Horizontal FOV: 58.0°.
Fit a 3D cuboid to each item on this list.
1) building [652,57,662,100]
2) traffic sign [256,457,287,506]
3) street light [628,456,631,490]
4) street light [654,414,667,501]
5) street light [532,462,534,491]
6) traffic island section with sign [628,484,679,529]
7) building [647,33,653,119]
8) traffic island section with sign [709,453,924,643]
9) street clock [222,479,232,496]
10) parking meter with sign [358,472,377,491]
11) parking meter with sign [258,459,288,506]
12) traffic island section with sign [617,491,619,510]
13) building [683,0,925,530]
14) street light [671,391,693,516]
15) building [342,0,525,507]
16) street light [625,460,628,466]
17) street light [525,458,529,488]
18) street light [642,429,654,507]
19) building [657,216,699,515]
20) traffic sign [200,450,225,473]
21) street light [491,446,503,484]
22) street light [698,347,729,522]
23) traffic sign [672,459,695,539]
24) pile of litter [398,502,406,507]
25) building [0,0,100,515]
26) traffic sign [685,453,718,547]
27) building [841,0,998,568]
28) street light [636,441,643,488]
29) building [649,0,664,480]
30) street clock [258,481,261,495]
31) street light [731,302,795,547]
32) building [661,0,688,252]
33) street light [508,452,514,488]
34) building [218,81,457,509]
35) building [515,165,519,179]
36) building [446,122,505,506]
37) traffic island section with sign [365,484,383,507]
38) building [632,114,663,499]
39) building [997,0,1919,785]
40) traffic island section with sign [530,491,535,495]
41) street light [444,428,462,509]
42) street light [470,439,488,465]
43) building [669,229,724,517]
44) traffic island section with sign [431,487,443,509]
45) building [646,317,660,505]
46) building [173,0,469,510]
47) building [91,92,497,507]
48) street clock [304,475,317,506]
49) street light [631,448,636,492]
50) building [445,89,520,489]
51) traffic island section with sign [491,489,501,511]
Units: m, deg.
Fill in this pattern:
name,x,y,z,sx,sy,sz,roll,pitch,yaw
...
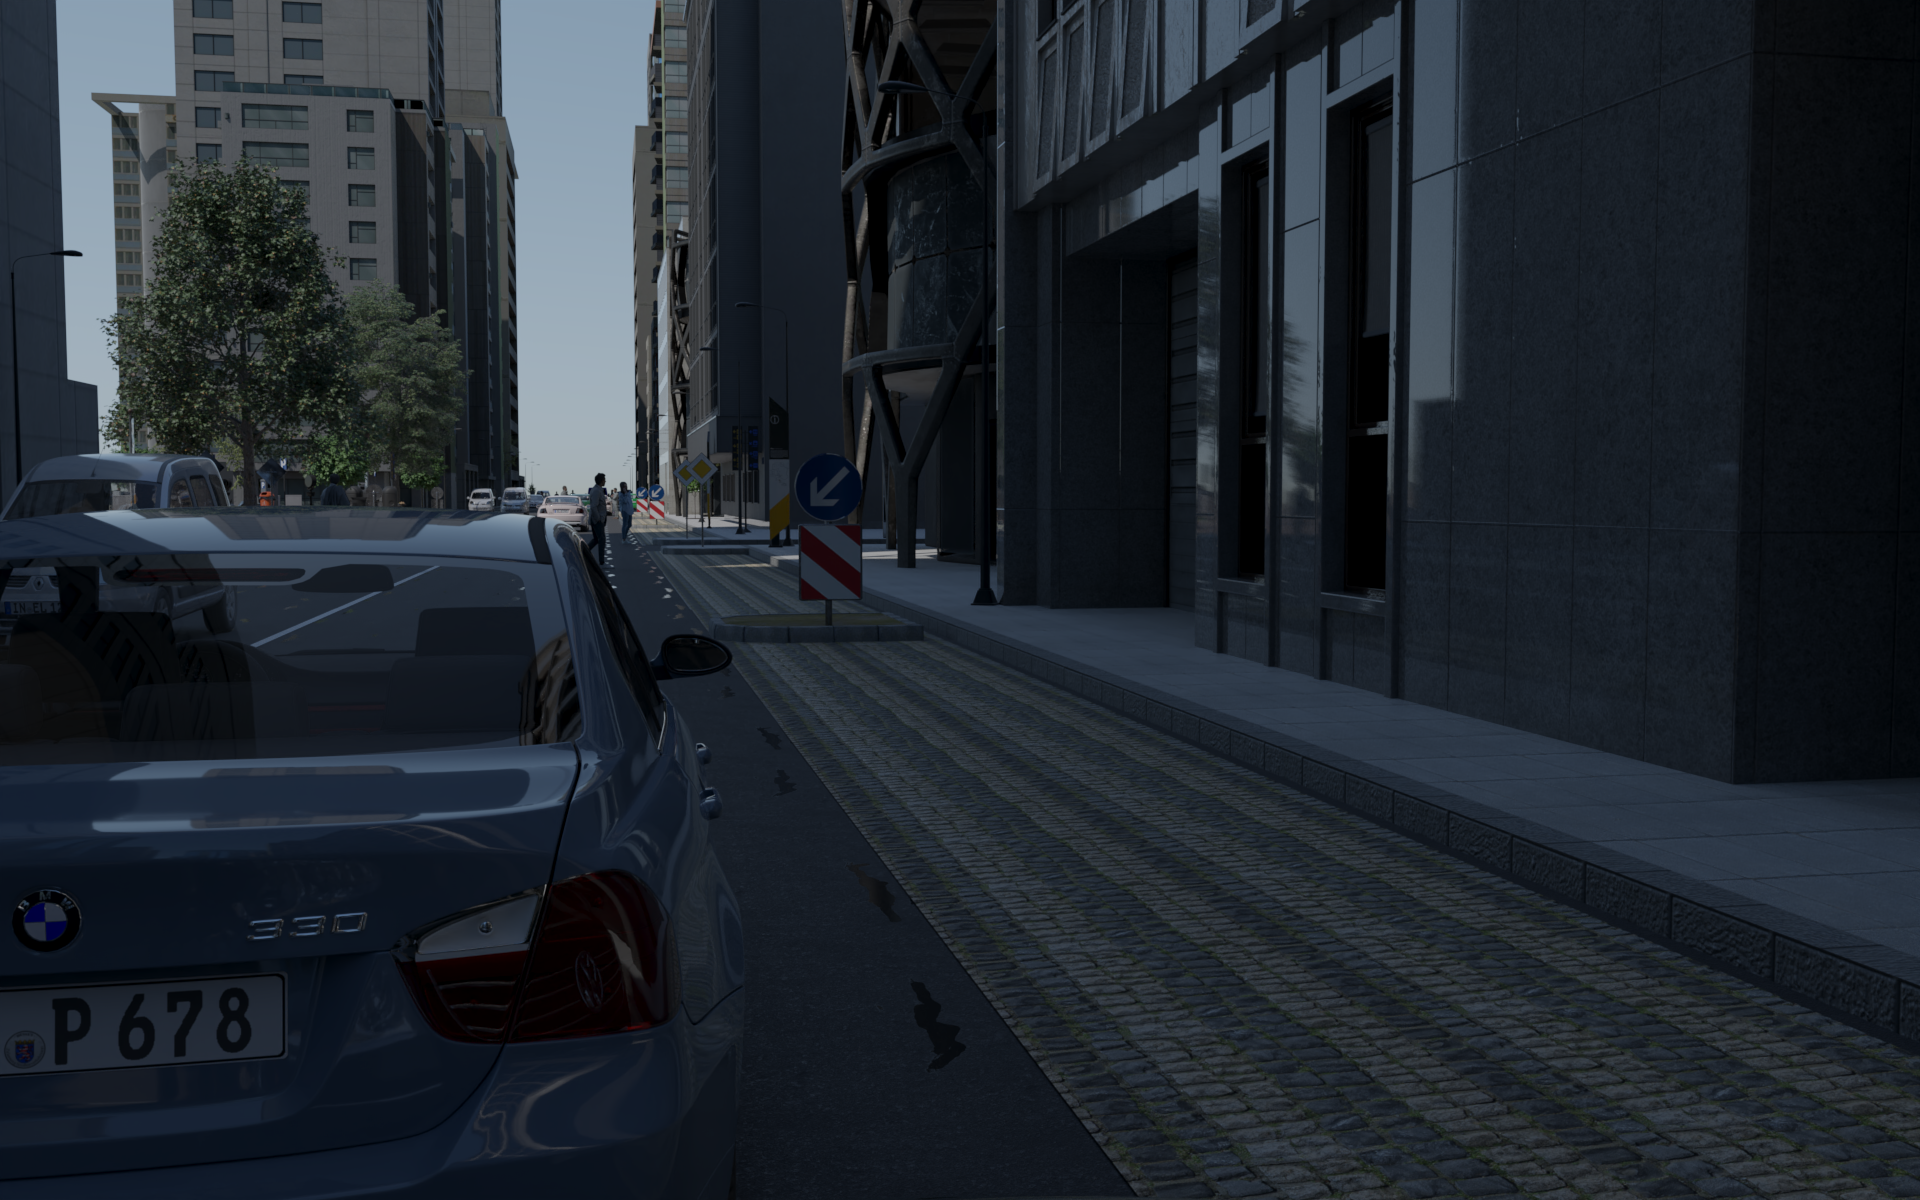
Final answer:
name,x,y,z,sx,sy,sz,roll,pitch,yaw
building,-34.158,-57.015,244.863,22.319,86.520,31.000,-1,4,-12
traffic sign,-18.875,-2.684,47.526,0.795,2.450,0.064,-1,4,-12
street light,-36.986,-13.828,198.631,1.470,5.913,1.316,-1,4,-12
street light,-16.929,-7.859,101.041,1.470,5.913,1.316,-1,4,-12
street light,-61.774,-16.883,248.579,1.470,5.913,1.316,-1,4,-12
traffic island section with sign,-12.779,-3.889,72.215,1.989,1.847,2.006,-1,4,-12
building,-40.135,-50.896,270.400,20.563,71.187,20.611,-1,4,-12
traffic island section with sign,-1.524,-0.545,17.531,1.989,1.847,2.006,-1,4,-12
street clock,-35.066,-4.786,82.821,0.471,2.002,0.358,1,4,16
parking meter with sign,-40.018,-7.330,116.099,1.738,3.016,0.543,-2,4,-28
parking meter with sign,-33.512,-5.366,83.997,0.543,3.016,1.738,3,4,38
traffic island section with sign,-28.344,-8.504,147.666,1.989,1.847,2.006,-1,4,-12
building,-4.070,-17.180,74.408,14.314,27.812,24.014,-1,4,-12
street light,-12.299,-6.487,78.608,1.470,5.913,1.316,-1,4,-12
building,-69.213,-48.480,230.904,20.563,71.187,20.611,-1,4,-12
street light,-39.892,-14.627,211.689,1.470,5.913,1.316,-1,4,-12
street light,-57.128,-15.496,225.897,1.470,5.913,1.316,-1,4,-12
street light,-22.934,-9.654,130.391,1.470,5.913,1.316,-1,4,-12
building,-14.673,-15.986,116.118,10.420,20.320,16.860,-1,4,-12
traffic sign,-17.263,-2.206,39.705,0.795,2.450,0.064,-1,4,-12
street light,-45.192,-11.947,167.881,1.470,5.913,1.316,-1,4,-12
street light,-7.537,-5.040,54.945,1.470,5.913,1.316,-1,4,-12
traffic sign,-7.857,-2.821,49.767,0.795,2.450,0.064,-1,4,-12
pile of litter,-31.559,-5.101,97.364,1.719,0.858,1.176,2,4,30
building,-27.425,-35.883,24.944,20.611,71.187,20.563,-1,4,-12
traffic sign,-6.245,-2.343,41.946,0.795,2.450,0.064,-1,4,-12
building,5.881,-10.250,35.045,16.820,18.784,16.811,-1,4,-12
street light,-27.534,-11.026,152.810,1.470,5.913,1.316,-1,4,-12
building,-16.480,-30.686,156.338,22.147,44.769,28.867,-1,4,-12
street clock,-37.901,-5.473,94.058,0.358,2.002,0.471,-3,4,-38
street light,-4.751,-4.261,42.205,1.470,5.913,1.316,-1,4,-12
building,-15.985,-27.588,134.662,14.154,41.232,14.086,-1,4,-12
street light,-49.770,-13.330,190.487,1.470,5.913,1.316,-1,4,-12
building,-44.715,-21.668,125.981,14.160,30.474,14.107,-1,4,-12
building,-79.642,-40.648,253.836,28.713,52.752,27.495,-1,4,-12
building,-56.477,-30.638,184.521,14.154,41.232,14.086,-1,4,-12
traffic island section with sign,-23.339,-3.695,69.046,1.989,1.847,2.006,-1,4,-12
building,-30.254,-36.427,219.286,21.300,48.544,21.600,-1,4,-12
building,8.313,-11.799,10.938,12.078,24.808,19.932,-1,4,-12
traffic island section with sign,-55.606,-13.273,225.640,1.989,1.847,2.006,-1,4,-12
street light,-35.860,-9.165,122.391,1.470,5.913,1.316,-1,4,-12
street light,-40.563,-10.577,145.468,1.470,5.913,1.316,-1,4,-12
building,-8.308,-14.242,100.316,16.820,18.784,16.811,-1,4,-12
traffic island section with sign,-28.792,-5.315,95.534,1.989,1.847,2.006,-1,4,-12
building,-19.213,-20.849,185.919,27.650,21.520,28.899,-1,4,-12
building,-50.777,-43.006,141.400,20.563,71.187,20.611,-1,4,-12
building,-61.157,-28.861,163.755,32.217,40.220,23.993,-1,4,-12
street clock,-24.437,-3.708,65.203,0.471,2.002,0.358,2,4,32
street light,-32.251,-12.395,175.205,1.470,5.913,1.316,-1,4,-12
building,-65.288,-35.879,210.316,21.300,48.544,21.600,-1,4,-12
traffic island section with sign,-38.784,-8.278,143.981,1.989,1.847,2.006,-1,4,-12
